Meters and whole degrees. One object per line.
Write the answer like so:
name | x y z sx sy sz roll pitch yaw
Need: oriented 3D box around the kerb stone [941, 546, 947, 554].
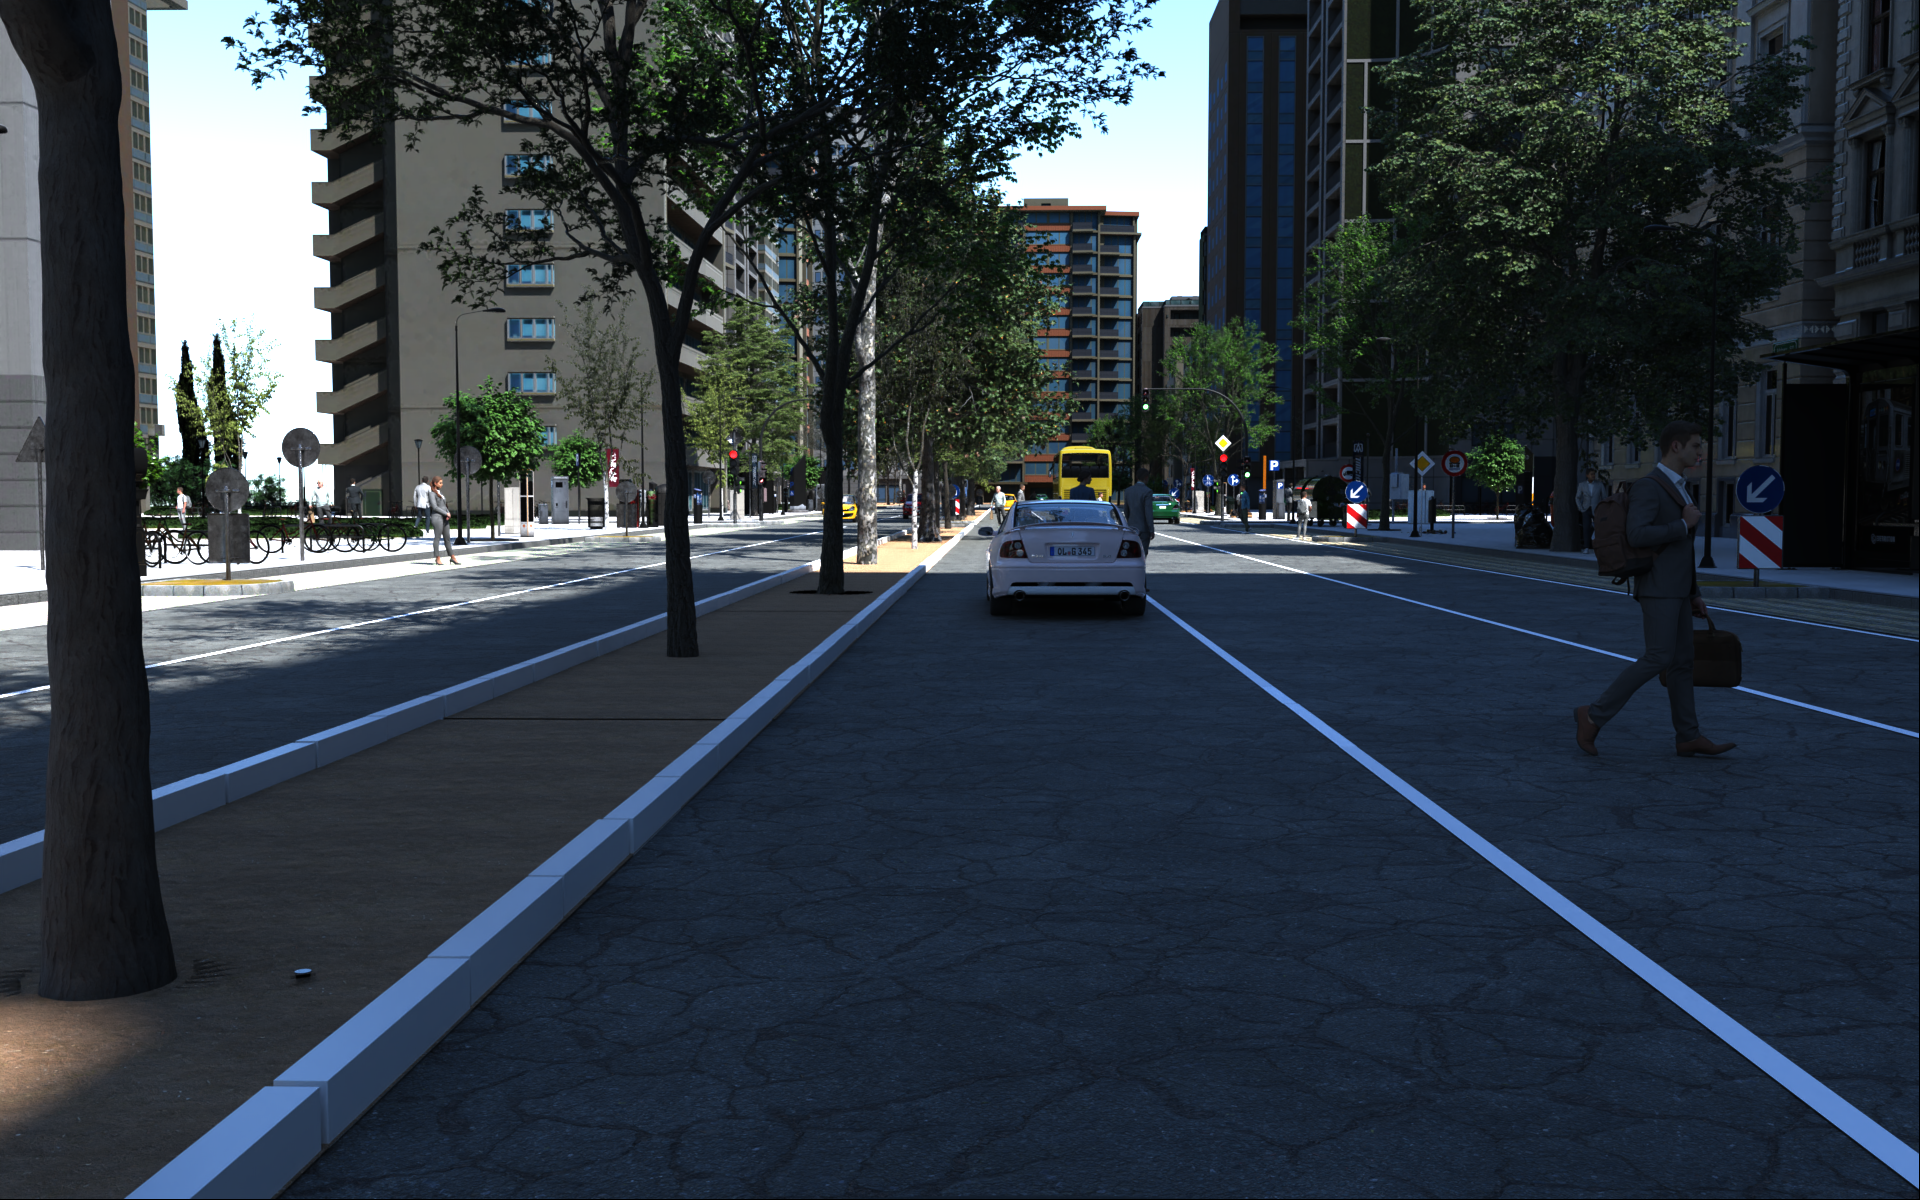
kerb stone | -0.441 -1.099 40.164 0.120 0.150 1.000 0 4 2

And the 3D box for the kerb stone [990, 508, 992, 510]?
kerb stone | 2.219 -6.961 136.014 0.120 0.150 1.000 0 4 2

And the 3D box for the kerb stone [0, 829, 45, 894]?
kerb stone | -3.464 0.971 6.415 0.120 0.150 1.000 0 4 2

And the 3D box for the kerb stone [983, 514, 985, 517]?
kerb stone | 1.194 -4.703 99.086 0.120 0.150 1.000 0 4 2

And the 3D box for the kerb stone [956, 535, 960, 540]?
kerb stone | -0.147 -1.727 50.429 0.120 0.150 1.000 0 4 2

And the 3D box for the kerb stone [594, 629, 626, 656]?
kerb stone | -3.210 0.400 15.660 0.120 0.150 1.000 0 4 2

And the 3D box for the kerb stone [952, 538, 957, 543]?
kerb stone | -0.239 -1.537 47.358 0.120 0.150 1.000 0 4 2

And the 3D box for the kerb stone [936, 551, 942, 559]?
kerb stone | -0.523 -0.906 37.086 0.120 0.150 1.000 0 4 2

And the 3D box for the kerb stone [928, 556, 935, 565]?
kerb stone | -0.613 -0.721 33.988 0.120 0.150 1.000 0 4 2

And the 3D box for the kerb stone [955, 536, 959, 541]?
kerb stone | -0.176 -1.661 49.408 0.120 0.150 1.000 0 4 2

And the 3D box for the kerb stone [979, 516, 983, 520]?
kerb stone | 0.996 -4.264 91.918 0.120 0.150 1.000 0 4 2

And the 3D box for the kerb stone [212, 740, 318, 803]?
kerb stone | -3.413 0.845 8.476 0.120 0.150 1.000 0 4 2

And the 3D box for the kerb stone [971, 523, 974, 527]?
kerb stone | 0.388 -2.918 69.900 0.120 0.150 1.000 0 4 2

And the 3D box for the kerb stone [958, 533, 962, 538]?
kerb stone | -0.102 -1.853 52.488 0.120 0.150 1.000 0 4 2

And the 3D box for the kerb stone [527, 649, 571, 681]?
kerb stone | -3.267 0.525 13.611 0.120 0.150 1.000 0 4 2

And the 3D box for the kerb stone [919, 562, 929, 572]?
kerb stone | -0.688 -0.533 30.912 0.120 0.150 1.000 0 4 2

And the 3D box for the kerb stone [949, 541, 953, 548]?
kerb stone | -0.322 -1.350 44.286 0.120 0.150 1.000 0 4 2

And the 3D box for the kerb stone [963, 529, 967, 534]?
kerb stone | 0.071 -2.224 58.639 0.120 0.150 1.000 0 4 2

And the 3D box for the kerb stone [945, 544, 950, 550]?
kerb stone | -0.380 -1.225 42.227 0.120 0.150 1.000 0 4 2

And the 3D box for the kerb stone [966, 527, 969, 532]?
kerb stone | 0.153 -2.416 61.705 0.120 0.150 1.000 0 4 2

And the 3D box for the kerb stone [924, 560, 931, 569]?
kerb stone | -0.669 -0.596 31.934 0.120 0.150 1.000 0 4 2

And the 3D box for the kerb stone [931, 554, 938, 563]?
kerb stone | -0.579 -0.785 35.023 0.120 0.150 1.000 0 4 2

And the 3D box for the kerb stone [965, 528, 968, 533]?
kerb stone | 0.102 -2.291 59.661 0.120 0.150 1.000 0 4 2

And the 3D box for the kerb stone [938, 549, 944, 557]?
kerb stone | -0.488 -0.973 38.107 0.120 0.150 1.000 0 4 2

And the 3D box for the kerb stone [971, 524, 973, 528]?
kerb stone | 0.367 -2.855 68.878 0.120 0.150 1.000 0 4 2

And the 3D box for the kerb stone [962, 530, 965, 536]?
kerb stone | 0.018 -2.104 56.589 0.120 0.150 1.000 0 4 2

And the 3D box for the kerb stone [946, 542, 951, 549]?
kerb stone | -0.355 -1.288 43.260 0.120 0.150 1.000 0 4 2

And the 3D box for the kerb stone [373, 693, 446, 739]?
kerb stone | -3.360 0.714 10.527 0.120 0.150 1.000 0 4 2

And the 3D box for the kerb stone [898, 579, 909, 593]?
kerb stone | -0.855 -0.158 24.773 0.120 0.150 1.000 0 4 2

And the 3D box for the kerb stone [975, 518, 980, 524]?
kerb stone | 0.770 -3.756 83.721 0.120 0.150 1.000 0 4 2

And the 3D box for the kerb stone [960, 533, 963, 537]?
kerb stone | -0.068 -1.915 53.515 0.120 0.150 1.000 0 4 2

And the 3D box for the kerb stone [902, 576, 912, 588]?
kerb stone | -0.837 -0.220 25.795 0.120 0.150 1.000 0 4 2

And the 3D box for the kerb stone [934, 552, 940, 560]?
kerb stone | -0.544 -0.846 36.046 0.120 0.150 1.000 0 4 2

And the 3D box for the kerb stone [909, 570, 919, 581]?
kerb stone | -0.784 -0.345 27.842 0.120 0.150 1.000 0 4 2

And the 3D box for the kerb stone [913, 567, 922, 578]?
kerb stone | -0.754 -0.408 28.869 0.120 0.150 1.000 0 4 2

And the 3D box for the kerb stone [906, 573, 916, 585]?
kerb stone | -0.805 -0.281 26.817 0.120 0.150 1.000 0 4 2

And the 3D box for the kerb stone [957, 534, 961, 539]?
kerb stone | -0.121 -1.790 51.460 0.120 0.150 1.000 0 4 2

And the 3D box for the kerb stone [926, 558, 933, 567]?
kerb stone | -0.635 -0.657 32.966 0.120 0.150 1.000 0 4 2

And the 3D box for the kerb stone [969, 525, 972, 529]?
kerb stone | 0.274 -2.667 65.797 0.120 0.150 1.000 0 4 2

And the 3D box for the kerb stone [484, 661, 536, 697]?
kerb stone | -3.297 0.588 12.581 0.120 0.150 1.000 0 4 2

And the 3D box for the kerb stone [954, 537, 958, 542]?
kerb stone | -0.204 -1.601 48.380 0.120 0.150 1.000 0 4 2

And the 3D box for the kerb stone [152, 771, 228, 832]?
kerb stone | -3.441 0.902 7.440 0.120 0.150 1.000 0 4 2

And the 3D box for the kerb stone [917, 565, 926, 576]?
kerb stone | -0.720 -0.471 29.891 0.120 0.150 1.000 0 4 2

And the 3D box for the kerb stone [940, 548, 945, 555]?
kerb stone | -0.465 -1.029 39.129 0.120 0.150 1.000 0 4 2

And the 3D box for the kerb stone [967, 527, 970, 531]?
kerb stone | 0.184 -2.479 62.728 0.120 0.150 1.000 0 4 2

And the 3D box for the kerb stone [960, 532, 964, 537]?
kerb stone | -0.039 -1.978 54.540 0.120 0.150 1.000 0 4 2

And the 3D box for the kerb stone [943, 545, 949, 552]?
kerb stone | -0.409 -1.156 41.203 0.120 0.150 1.000 0 4 2

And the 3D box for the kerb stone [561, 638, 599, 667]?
kerb stone | -3.246 0.463 14.632 0.120 0.150 1.000 0 4 2

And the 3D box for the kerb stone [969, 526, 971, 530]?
kerb stone | 0.245 -2.601 64.776 0.120 0.150 1.000 0 4 2

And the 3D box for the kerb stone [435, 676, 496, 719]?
kerb stone | -3.323 0.651 11.550 0.120 0.150 1.000 0 4 2

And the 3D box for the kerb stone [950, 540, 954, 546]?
kerb stone | -0.295 -1.414 45.315 0.120 0.150 1.000 0 4 2

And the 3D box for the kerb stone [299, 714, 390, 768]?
kerb stone | -3.379 0.777 9.497 0.120 0.150 1.000 0 4 2

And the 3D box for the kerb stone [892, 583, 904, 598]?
kerb stone | -0.888 -0.095 23.747 0.120 0.150 1.000 0 4 2

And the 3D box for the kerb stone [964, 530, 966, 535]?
kerb stone | 0.049 -2.166 57.614 0.120 0.150 1.000 0 4 2

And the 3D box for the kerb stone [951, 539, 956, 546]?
kerb stone | -0.262 -1.476 46.337 0.120 0.150 1.000 0 4 2

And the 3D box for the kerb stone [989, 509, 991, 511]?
kerb stone | 2.040 -6.582 129.865 0.120 0.150 1.000 0 4 2
